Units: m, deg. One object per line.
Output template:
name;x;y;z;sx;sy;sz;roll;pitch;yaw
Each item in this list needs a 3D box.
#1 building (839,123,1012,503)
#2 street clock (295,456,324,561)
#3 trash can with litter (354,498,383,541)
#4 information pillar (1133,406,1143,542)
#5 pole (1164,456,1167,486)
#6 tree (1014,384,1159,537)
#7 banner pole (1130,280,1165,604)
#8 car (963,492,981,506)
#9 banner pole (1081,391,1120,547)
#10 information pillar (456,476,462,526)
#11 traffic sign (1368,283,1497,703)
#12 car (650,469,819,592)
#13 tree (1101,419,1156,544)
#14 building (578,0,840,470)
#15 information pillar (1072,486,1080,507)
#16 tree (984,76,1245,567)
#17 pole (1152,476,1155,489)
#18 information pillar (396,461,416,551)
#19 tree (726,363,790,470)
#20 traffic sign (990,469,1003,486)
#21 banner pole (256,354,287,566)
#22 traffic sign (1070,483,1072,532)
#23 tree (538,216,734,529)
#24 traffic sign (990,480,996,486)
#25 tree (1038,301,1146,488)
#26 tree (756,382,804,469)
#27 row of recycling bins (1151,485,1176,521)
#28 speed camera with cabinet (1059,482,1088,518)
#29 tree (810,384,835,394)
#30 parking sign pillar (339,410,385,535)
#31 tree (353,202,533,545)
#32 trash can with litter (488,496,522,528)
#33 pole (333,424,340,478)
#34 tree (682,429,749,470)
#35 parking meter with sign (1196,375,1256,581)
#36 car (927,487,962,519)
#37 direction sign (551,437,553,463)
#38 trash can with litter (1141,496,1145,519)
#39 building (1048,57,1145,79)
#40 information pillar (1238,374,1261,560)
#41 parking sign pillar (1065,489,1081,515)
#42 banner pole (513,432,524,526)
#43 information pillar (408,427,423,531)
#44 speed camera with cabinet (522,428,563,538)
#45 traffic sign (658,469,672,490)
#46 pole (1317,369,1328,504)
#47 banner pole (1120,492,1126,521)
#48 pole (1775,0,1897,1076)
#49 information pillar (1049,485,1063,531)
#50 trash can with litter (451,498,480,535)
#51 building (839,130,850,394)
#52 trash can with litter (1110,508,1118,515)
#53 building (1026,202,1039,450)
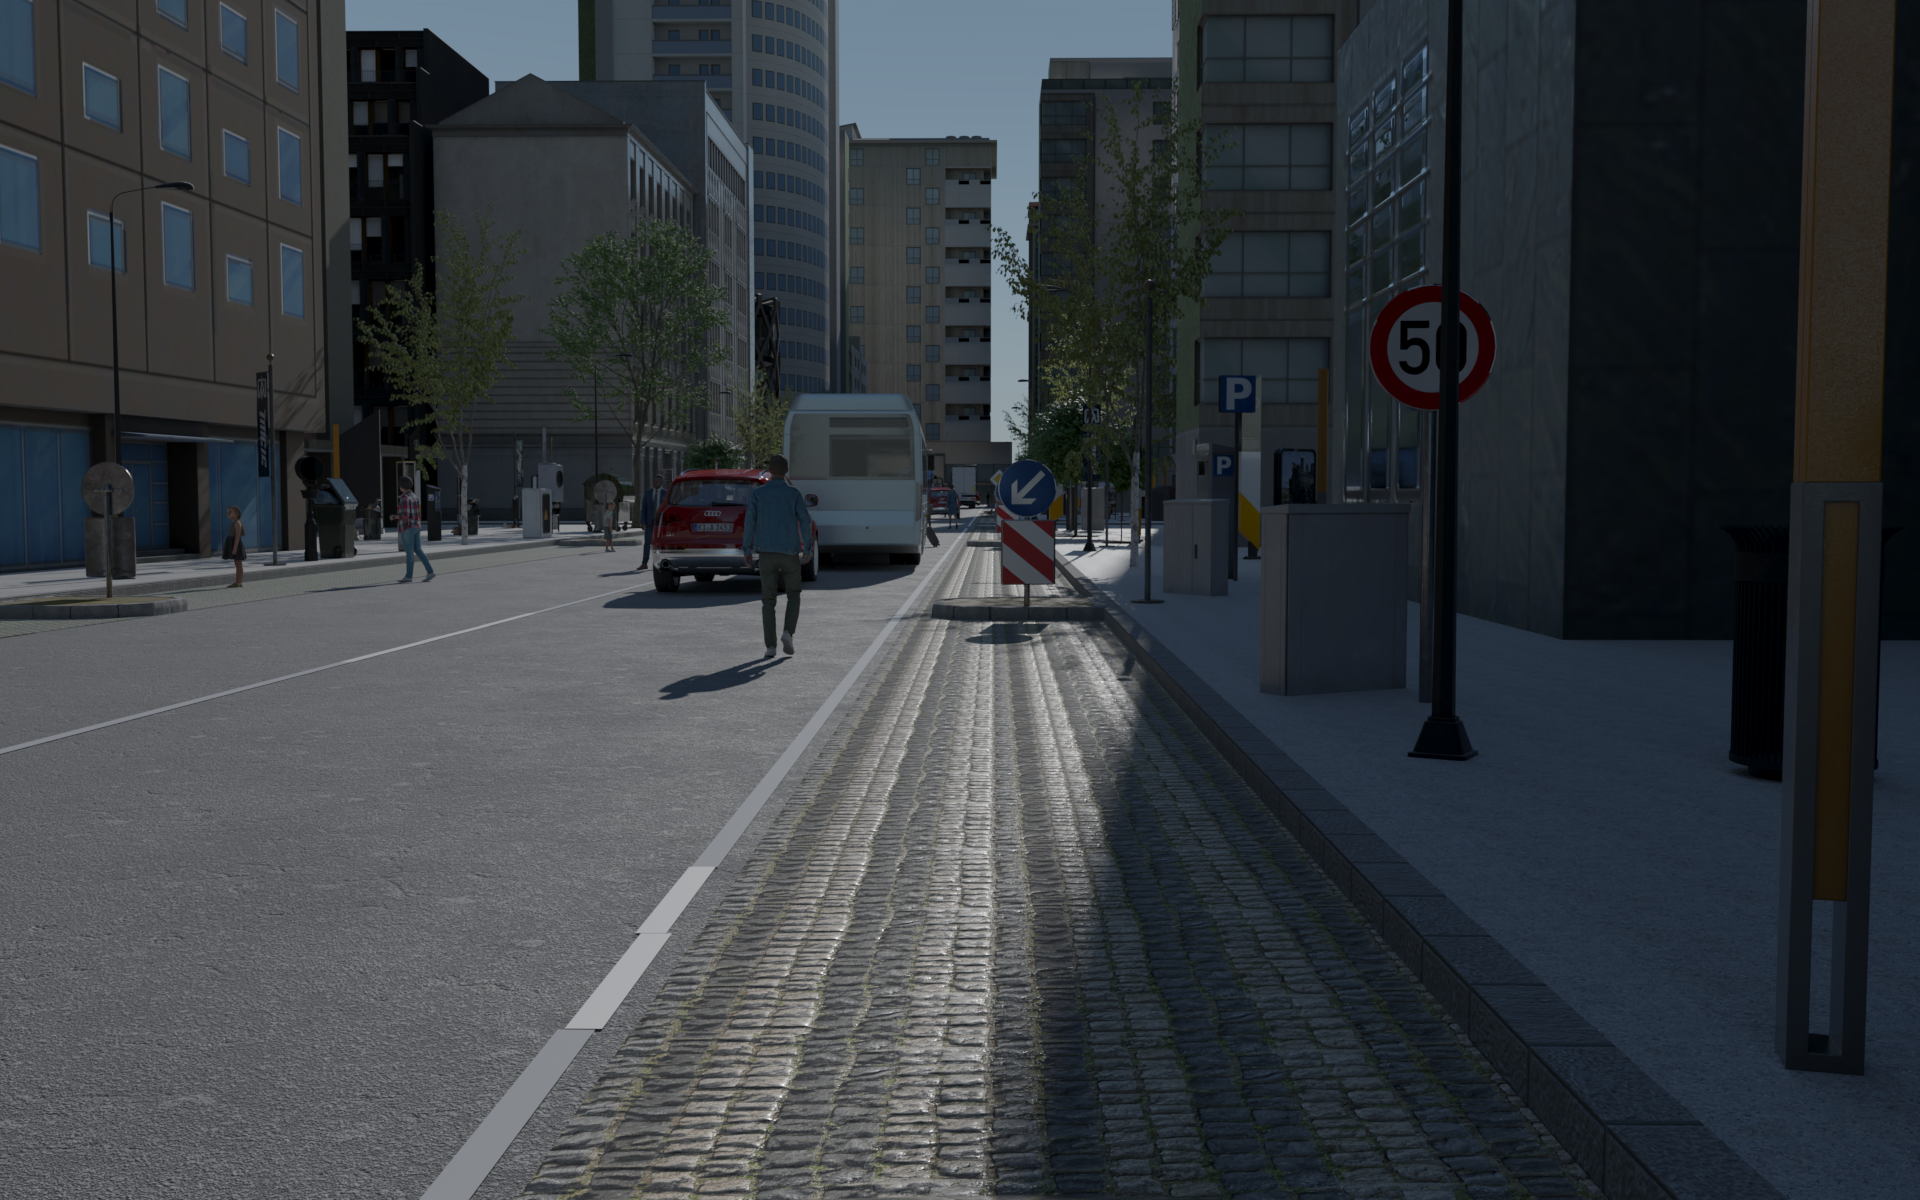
building;-6.183;-40.653;253.907;27.495;52.752;28.713;0;4;1
street clock;-12.416;-1.744;33.085;0.358;2.002;0.471;3;5;44
trash can with litter;-16.522;-2.234;47.908;1.055;1.170;0.624;-1;4;-8
information pillar;4.767;-3.376;46.545;0.183;3.616;0.504;-1;4;-14
pole;11.011;-6.063;92.965;0.158;3.312;0.155;0;3;0
tree;3.405;-4.181;52.080;4.285;4.588;4.351;0;3;0
banner pole;2.230;-1.869;20.581;0.401;3.779;0.863;0;4;4
car;1.450;-12.595;214.604;2.281;1.827;5.304;0;4;3
banner pole;3.360;-3.190;42.180;0.863;3.779;0.401;1;4;20
information pillar;-20.301;-4.039;70.530;0.304;2.012;0.304;-2;4;-30
traffic sign;2.868;-0.642;10.595;0.768;2.556;0.104;0;4;4
car;-3.402;-1.111;26.846;2.281;1.827;5.304;0;4;1
tree;4.316;-3.077;44.903;1.663;3.219;1.824;0;3;0
building;-23.310;-38.229;167.049;21.231;58.520;28.212;0;4;1
information pillar;7.062;-6.977;105.430;0.504;3.616;0.183;1;4;21
tree;2.876;-4.897;30.423;4.737;8.622;4.395;0;3;0
pole;12.757;-7.369;114.325;0.158;3.312;0.155;0;3;0
information pillar;-12.415;-2.102;38.859;0.304;2.012;0.304;3;5;40
tree;-11.367;-9.018;97.800;4.360;8.622;3.978;0;3;0
traffic sign;1.603;-4.079;70.338;0.795;2.450;0.064;0;4;1
banner pole;-12.458;-2.516;31.154;0.401;3.779;0.863;-3;5;-44
traffic sign;3.777;-3.598;58.927;0.768;2.556;0.104;1;4;10
tree;-11.978;-8.485;64.491;9.928;11.665;9.643;0;3;0
traffic sign;1.757;-4.568;78.322;0.795;2.450;0.064;0;4;1
tree;4.919;-7.046;65.566;4.360;8.622;3.978;0;3;0
tree;-11.703;-10.000;113.855;4.737;8.622;4.395;0;3;0
row of recycling bins;9.827;-4.679;83.618;1.069;1.692;3.534;1;4;15
speed camera with cabinet;6.130;-6.123;94.442;2.038;3.252;0.660;-3;4;-37
tree;-10.738;-13.021;147.301;7.601;10.594;8.767;2;4;34
parking sign pillar;-19.179;-4.090;55.345;1.447;3.967;1.447;-1;4;-13
tree;-12.700;-5.705;43.642;4.737;8.622;4.395;0;3;0
trash can with litter;-16.729;-3.320;65.338;1.678;1.210;2.233;-2;4;-32
pole;-18.249;-3.479;50.731;0.158;3.312;0.155;0;3;0
tree;-12.446;-6.379;88.010;4.285;4.588;4.351;0;3;0
parking meter with sign;3.908;-1.838;26.307;0.543;3.016;1.738;-1;4;-11
car;-1.016;-5.613;100.448;2.281;1.827;5.304;0;4;-1
direction sign;-16.143;-4.681;68.531;0.379;3.537;0.876;-1;4;-11
trash can with litter;9.612;-4.842;90.556;0.624;1.170;1.055;1;4;21
building;15.368;-29.510;166.090;14.154;41.232;14.086;0;4;1
information pillar;5.676;-2.600;33.865;0.504;3.616;0.183;-2;4;-29
parking sign pillar;6.980;-7.250;107.002;1.447;3.967;1.447;-2;4;-24
banner pole;-17.941;-4.910;70.288;0.401;3.779;0.863;-3;5;-45
information pillar;-19.014;-4.221;60.374;0.183;3.616;0.504;2;4;28
speed camera with cabinet;-12.257;-3.461;50.919;0.660;3.252;2.038;0;4;6
traffic sign;-12.004;-4.182;70.499;0.606;2.300;0.079;0;4;2
pole;5.919;-2.107;28.300;0.158;3.312;0.155;0;3;0
banner pole;7.706;-5.699;83.194;0.401;3.779;0.863;-1;4;-20
pole;1.938;-0.610;3.811;0.158;3.312;0.155;0;3;0
information pillar;3.333;-4.217;60.297;0.504;3.616;0.183;0;4;-6
trash can with litter;-15.383;-2.589;53.713;1.055;1.170;0.624;2;4;32
building;-19.644;-30.930;189.300;14.154;41.232;14.086;0;4;1
trash can with litter;9.028;-5.731;104.752;1.678;1.210;2.233;1;4;11
building;22.392;-36.410;249.923;28.867;44.769;22.147;0;4;1
